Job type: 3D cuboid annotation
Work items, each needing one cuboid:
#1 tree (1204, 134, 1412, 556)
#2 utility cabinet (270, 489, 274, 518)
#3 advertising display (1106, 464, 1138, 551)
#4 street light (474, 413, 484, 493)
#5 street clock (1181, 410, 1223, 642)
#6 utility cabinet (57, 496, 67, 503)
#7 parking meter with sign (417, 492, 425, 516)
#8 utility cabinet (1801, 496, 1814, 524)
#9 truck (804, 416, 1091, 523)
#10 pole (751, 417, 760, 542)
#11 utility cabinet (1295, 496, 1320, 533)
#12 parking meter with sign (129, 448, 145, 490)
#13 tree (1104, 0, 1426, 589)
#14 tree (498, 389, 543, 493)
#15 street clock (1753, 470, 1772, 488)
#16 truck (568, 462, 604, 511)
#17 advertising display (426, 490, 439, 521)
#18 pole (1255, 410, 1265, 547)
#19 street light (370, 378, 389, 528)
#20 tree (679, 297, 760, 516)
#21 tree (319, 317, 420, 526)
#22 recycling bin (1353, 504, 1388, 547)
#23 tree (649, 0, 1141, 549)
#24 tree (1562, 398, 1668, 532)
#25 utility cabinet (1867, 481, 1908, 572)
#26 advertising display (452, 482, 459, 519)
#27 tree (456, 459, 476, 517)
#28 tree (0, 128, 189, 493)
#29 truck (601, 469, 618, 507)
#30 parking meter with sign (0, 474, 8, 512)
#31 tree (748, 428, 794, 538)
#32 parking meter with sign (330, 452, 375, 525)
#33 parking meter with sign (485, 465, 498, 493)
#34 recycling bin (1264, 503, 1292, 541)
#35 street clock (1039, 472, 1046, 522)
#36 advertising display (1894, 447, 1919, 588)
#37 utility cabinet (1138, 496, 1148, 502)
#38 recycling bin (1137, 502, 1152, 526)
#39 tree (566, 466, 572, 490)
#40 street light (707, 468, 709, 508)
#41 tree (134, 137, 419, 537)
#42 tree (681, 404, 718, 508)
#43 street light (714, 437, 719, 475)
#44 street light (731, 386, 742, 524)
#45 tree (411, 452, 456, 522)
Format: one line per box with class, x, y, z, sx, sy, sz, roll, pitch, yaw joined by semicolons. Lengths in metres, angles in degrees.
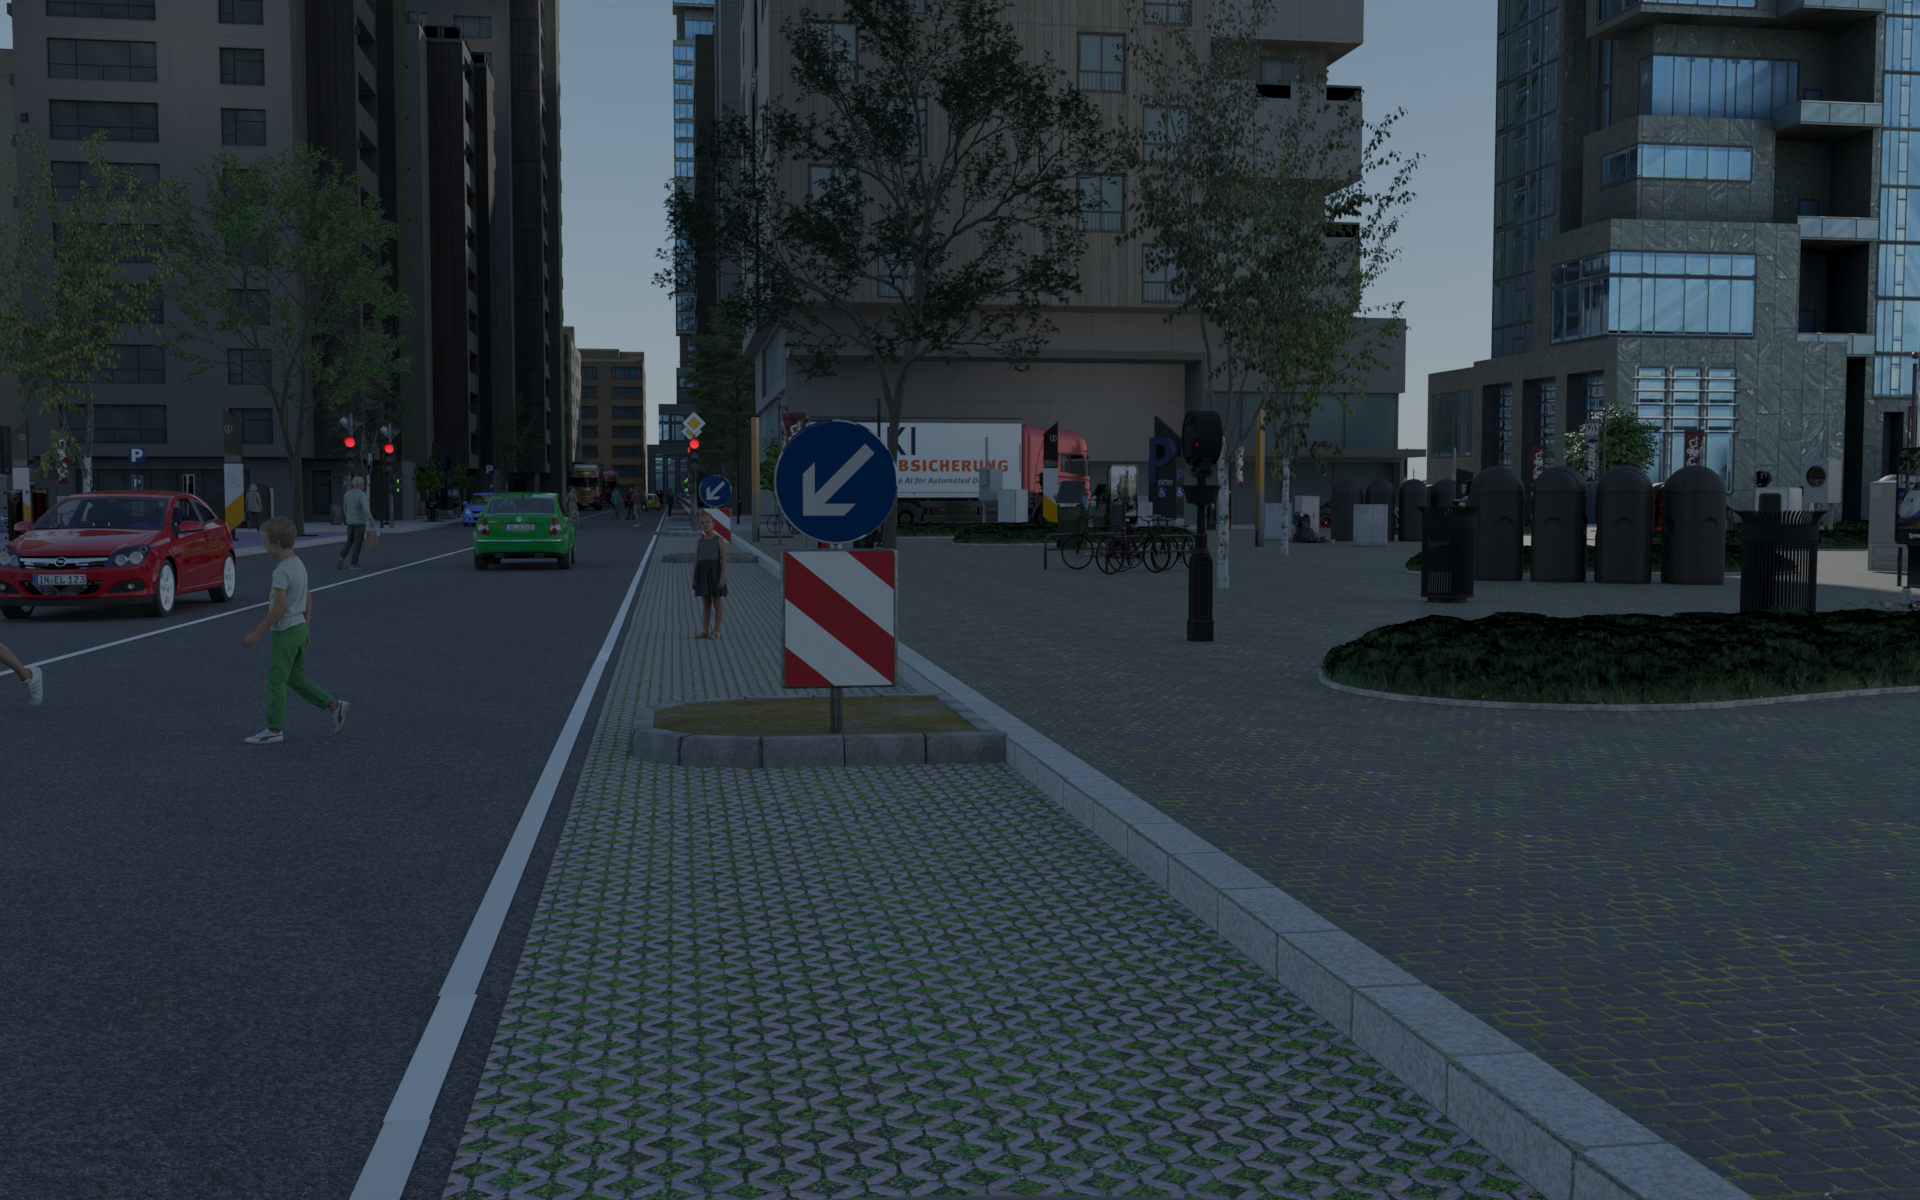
tree;7.018;-5.240;36.034;4.737;8.622;4.395;0;3;0
utility cabinet;-28.075;-3.704;69.236;0.318;1.500;1.173;3;5;42
advertising display;3.545;-1.997;37.871;0.123;1.923;0.974;3;5;44
street light;-27.609;-7.749;99.490;0.468;5.910;1.993;-1;4;-9
street clock;2.098;-0.642;15.064;0.358;2.002;0.471;-1;4;-10
utility cabinet;-26.090;-2.441;51.077;1.020;1.237;0.306;1;4;15
parking meter with sign;-31.654;-6.351;100.096;1.738;3.016;0.543;2;4;29
utility cabinet;25.995;-2.610;53.838;0.306;1.237;1.020;-2;4;-31
truck;-0.153;-4.626;64.546;11.283;4.237;2.839;-1;4;-11
pole;-5.442;-3.198;46.136;0.158;3.312;0.155;0;3;0
utility cabinet;11.590;-2.853;57.809;1.020;1.237;0.306;-3;5;-43
parking meter with sign;-31.538;-4.293;66.453;0.543;3.016;1.738;-2;4;-25
tree;3.673;-4.449;23.104;4.360;8.622;3.978;0;3;0
tree;-31.697;-10.484;121.768;4.737;8.622;4.395;0;3;0
street clock;24.574;-2.967;53.086;0.358;2.002;0.471;-3;5;-42
truck;-33.008;-10.063;153.447;2.839;4.237;11.283;-1;4;-10
advertising display;-25.013;-4.702;82.095;0.974;1.923;0.123;3;5;45
pole;7.260;-2.941;41.929;0.158;3.312;0.155;0;3;0
street light;-21.872;-5.661;65.345;0.468;5.910;1.993;-1;4;-9
tree;-12.642;-11.100;99.608;7.486;12.596;7.792;0;3;0
tree;-23.611;-7.250;68.907;4.360;8.622;3.978;0;3;0
recycling bin;10.048;-1.827;42.418;0.722;1.027;0.722;0;4;4
tree;-1.277;-5.789;29.067;8.767;10.594;7.601;0;4;4
tree;22.389;-4.610;59.089;4.285;4.588;4.351;0;3;0
utility cabinet;15.424;-1.189;28.124;0.318;1.500;1.173;-3;4;-38
advertising display;-26.723;-5.227;90.682;0.974;1.923;0.123;-1;4;-14
tree;-28.023;-6.231;96.479;1.663;3.219;1.824;0;3;0
tree;-17.560;-5.123;34.123;4.737;8.622;4.395;0;3;0
truck;-39.549;-12.524;193.682;2.839;4.237;11.283;-1;4;-10
parking meter with sign;-37.360;-4.339;67.197;0.543;3.016;1.738;2;4;34
tree;-5.499;-3.450;51.013;1.663;3.219;1.824;0;3;0
parking meter with sign;-25.336;-4.643;72.178;1.738;3.016;0.543;-3;4;-38
parking meter with sign;-27.901;-6.563;103.567;0.543;3.016;1.738;0;4;-1
recycling bin;8.815;-2.175;48.117;0.722;1.027;0.722;0;4;6
street clock;2.778;-3.246;57.639;0.358;2.002;0.471;1;4;12
advertising display;13.105;-1.126;23.617;0.123;1.923;0.974;0;4;-5
utility cabinet;6.754;-3.094;61.756;1.020;1.237;0.306;2;4;32
recycling bin;5.602;-2.548;54.213;0.722;1.027;0.722;0;4;-5
tree;-42.343;-12.242;183.869;4.285;4.588;4.351;0;3;0
street light;-20.560;-10.297;141.141;0.468;5.910;1.993;-1;4;-9
tree;-20.101;-7.715;51.893;9.928;11.665;9.643;0;3;0
tree;-19.768;-11.387;136.538;4.737;8.622;4.395;0;3;0
street light;-15.014;-8.246;107.603;0.468;5.910;1.993;-1;4;-9
street light;-9.472;-6.176;73.769;0.468;5.910;1.993;-1;4;-9
tree;-24.541;-5.230;80.104;1.663;3.219;1.824;0;3;0
